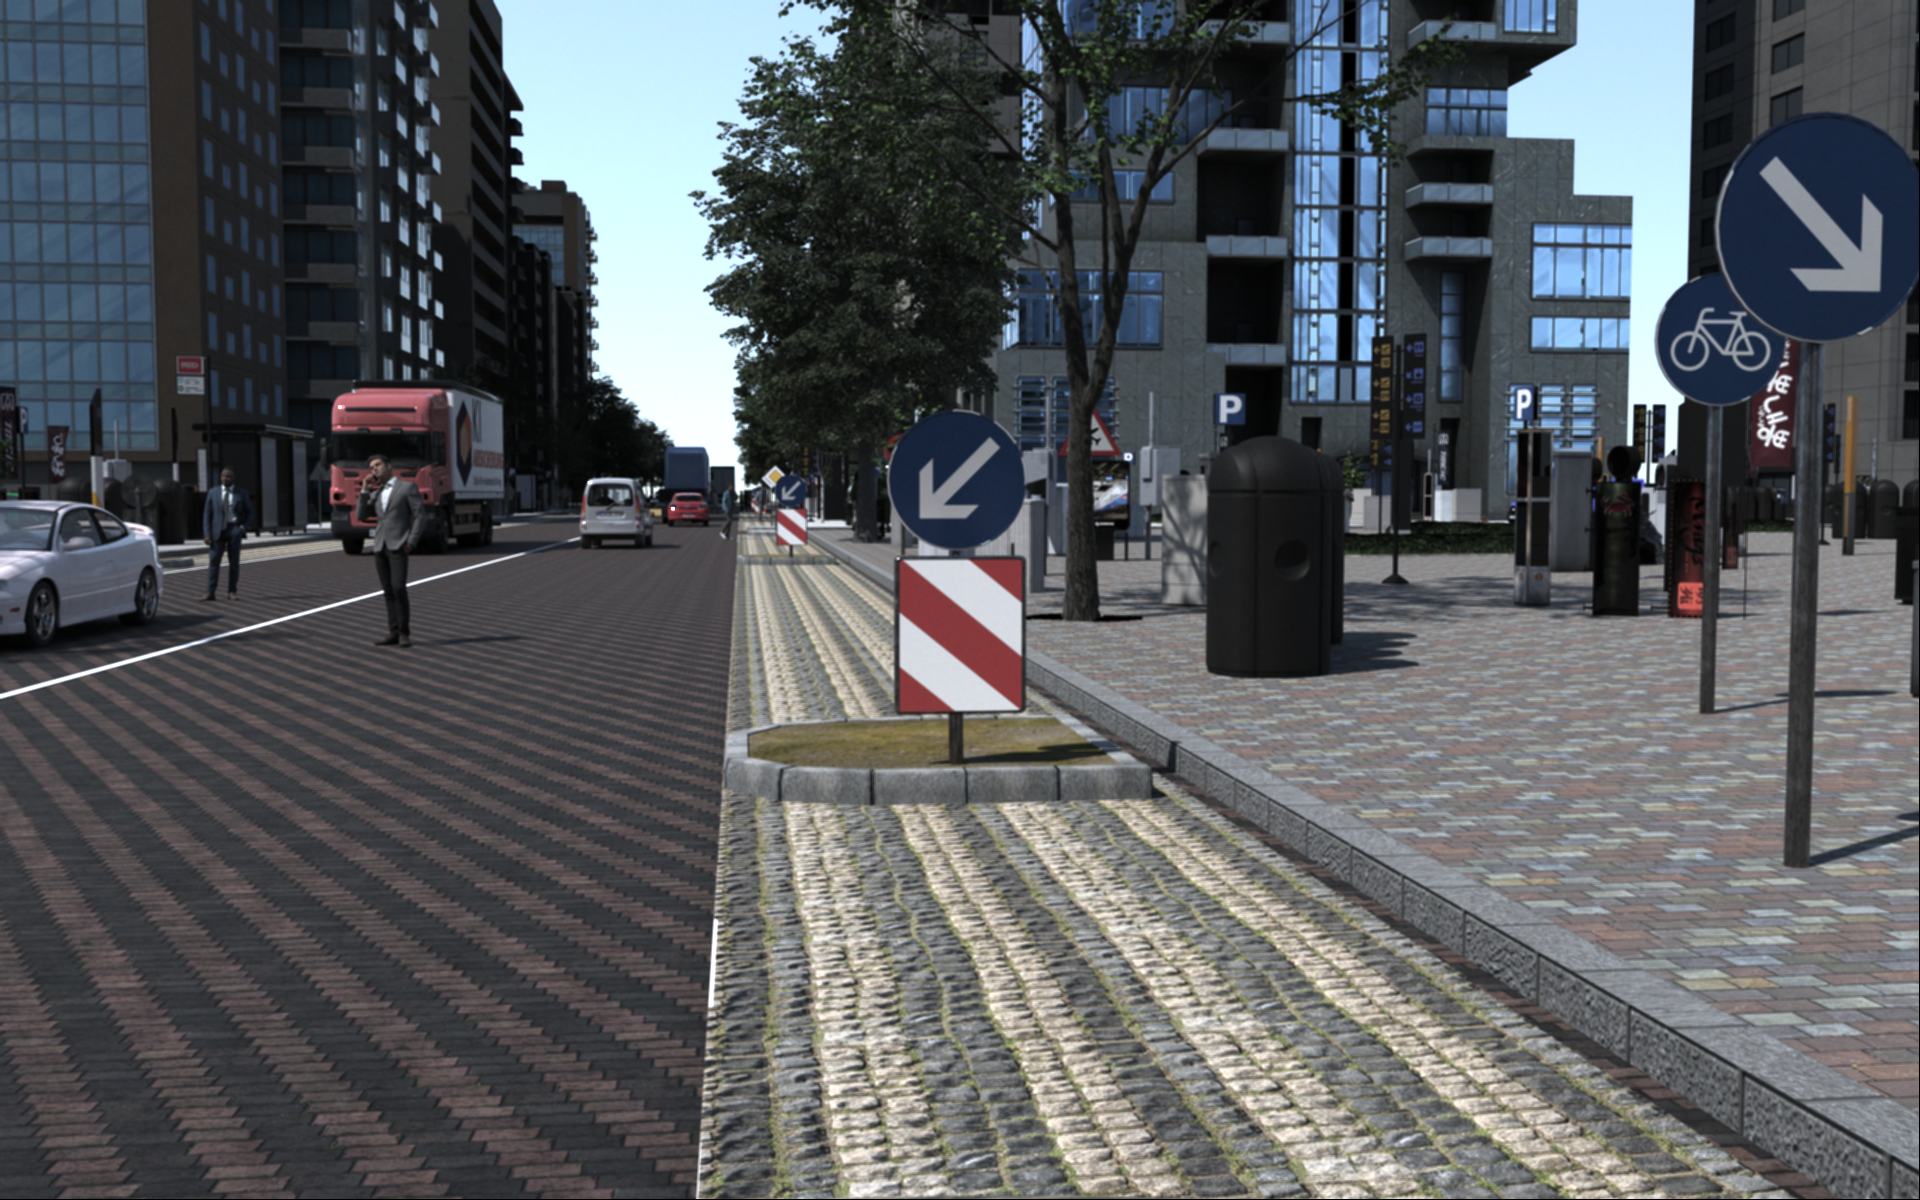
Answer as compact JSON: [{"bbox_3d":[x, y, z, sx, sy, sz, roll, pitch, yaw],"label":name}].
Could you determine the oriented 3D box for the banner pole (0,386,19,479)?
[{"bbox_3d":[-19.542,-2.776,35.409,0.401,3.779,0.863,1,4,11],"label":"banner pole"}]

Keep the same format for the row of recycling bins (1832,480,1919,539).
[{"bbox_3d":[26.908,-2.593,49.508,3.534,1.692,1.069,1,4,10],"label":"row of recycling bins"}]

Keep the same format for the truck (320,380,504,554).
[{"bbox_3d":[-13.909,-3.421,44.843,2.839,4.237,11.283,0,4,-6],"label":"truck"}]

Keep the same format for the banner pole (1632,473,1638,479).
[{"bbox_3d":[43.077,-7.381,110.692,0.401,3.779,0.863,-1,4,-10],"label":"banner pole"}]

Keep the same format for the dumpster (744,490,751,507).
[{"bbox_3d":[-21.702,-10.564,180.934,1.865,1.857,1.264,0,4,-6],"label":"dumpster"}]

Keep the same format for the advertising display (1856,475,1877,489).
[{"bbox_3d":[31.034,-3.328,59.626,0.123,1.923,0.974,-3,4,-36],"label":"advertising display"}]

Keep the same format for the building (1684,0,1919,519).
[{"bbox_3d":[53.240,-39.833,89.519,20.611,71.187,20.563,0,4,-7],"label":"building"}]

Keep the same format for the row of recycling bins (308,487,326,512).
[{"bbox_3d":[-38.035,-5.712,100.504,3.534,1.692,1.069,3,4,37],"label":"row of recycling bins"}]

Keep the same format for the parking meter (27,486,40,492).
[{"bbox_3d":[-30.797,-3.010,57.620,0.372,1.533,0.369,0,3,0],"label":"parking meter"}]

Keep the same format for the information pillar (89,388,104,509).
[{"bbox_3d":[-18.931,-2.854,38.015,0.183,3.616,0.504,0,4,-7],"label":"information pillar"}]

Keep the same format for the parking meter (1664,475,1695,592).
[{"bbox_3d":[9.446,-0.874,22.707,0.372,1.533,0.369,0,3,0],"label":"parking meter"}]

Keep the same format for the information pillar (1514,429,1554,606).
[{"bbox_3d":[6.578,-0.940,19.866,0.304,2.012,0.304,-1,4,-12],"label":"information pillar"}]

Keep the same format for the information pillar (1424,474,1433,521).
[{"bbox_3d":[17.226,-3.623,63.727,0.304,2.012,0.304,1,4,14],"label":"information pillar"}]

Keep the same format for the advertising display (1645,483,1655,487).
[{"bbox_3d":[41.885,-6.114,105.177,0.974,1.923,0.123,3,5,41],"label":"advertising display"}]

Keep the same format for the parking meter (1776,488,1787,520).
[{"bbox_3d":[36.025,-4.131,75.957,0.372,1.533,0.369,0,3,0],"label":"parking meter"}]

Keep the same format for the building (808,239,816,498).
[{"bbox_3d":[-18.636,-39.443,295.000,14.600,45.320,14.200,0,4,-7],"label":"building"}]

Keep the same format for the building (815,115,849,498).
[{"bbox_3d":[-12.416,-44.762,273.858,21.231,58.520,28.212,0,4,-7],"label":"building"}]

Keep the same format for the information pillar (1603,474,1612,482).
[{"bbox_3d":[23.832,-3.635,63.926,0.304,2.012,0.304,-3,5,-42],"label":"information pillar"}]

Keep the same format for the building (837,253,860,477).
[{"bbox_3d":[-7.641,-26.515,205.214,14.160,30.474,14.107,0,4,-7],"label":"building"}]

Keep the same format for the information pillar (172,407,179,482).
[{"bbox_3d":[-21.218,-3.396,46.873,0.183,3.616,0.504,-1,4,-18],"label":"information pillar"}]

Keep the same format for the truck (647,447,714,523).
[{"bbox_3d":[-14.985,-6.279,92.419,2.967,4.110,18.799,0,4,-5],"label":"truck"}]

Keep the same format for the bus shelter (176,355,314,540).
[{"bbox_3d":[-21.899,-4.605,52.917,2.179,5.291,8.768,0,4,-7],"label":"bus shelter"}]

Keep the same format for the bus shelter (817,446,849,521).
[{"bbox_3d":[-6.431,-5.772,85.653,1.731,3.624,6.357,0,4,-7],"label":"bus shelter"}]

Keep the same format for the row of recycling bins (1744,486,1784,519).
[{"bbox_3d":[39.750,-4.870,86.732,3.534,1.692,1.069,-1,4,-15],"label":"row of recycling bins"}]

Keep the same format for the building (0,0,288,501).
[{"bbox_3d":[-40.510,-26.298,80.082,14.600,45.320,14.200,0,4,-7],"label":"building"}]

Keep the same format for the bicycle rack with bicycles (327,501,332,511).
[{"bbox_3d":[-30.696,-4.515,87.209,2.852,0.926,2.925,-2,4,-24],"label":"bicycle rack with bicycles"}]

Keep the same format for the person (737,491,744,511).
[{"bbox_3d":[-18.861,-8.532,148.724,0.721,1.735,1.217,-2,4,-32],"label":"person"}]

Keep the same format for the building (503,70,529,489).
[{"bbox_3d":[-55.803,-31.767,174.018,22.147,44.769,28.867,0,4,-7],"label":"building"}]

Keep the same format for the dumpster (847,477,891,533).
[{"bbox_3d":[-2.998,-3.423,58.464,1.502,2.255,1.985,0,4,-7],"label":"dumpster"}]

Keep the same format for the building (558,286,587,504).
[{"bbox_3d":[-58.684,-28.429,236.507,14.160,30.474,14.107,0,4,-7],"label":"building"}]

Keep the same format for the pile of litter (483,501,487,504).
[{"bbox_3d":[-28.818,-5.579,105.183,1.719,0.858,1.176,2,4,26],"label":"pile of litter"}]

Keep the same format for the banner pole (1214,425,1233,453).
[{"bbox_3d":[9.449,-4.442,62.641,0.863,3.779,0.401,0,4,-4],"label":"banner pole"}]

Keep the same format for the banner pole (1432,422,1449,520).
[{"bbox_3d":[16.587,-4.277,59.942,0.401,3.779,0.863,-3,4,-36],"label":"banner pole"}]

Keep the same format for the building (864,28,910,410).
[{"bbox_3d":[-1.601,-31.407,163.621,14.600,45.320,14.200,0,4,-7],"label":"building"}]

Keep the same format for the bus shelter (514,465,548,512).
[{"bbox_3d":[-30.763,-7.937,123.698,2.014,3.302,5.546,0,4,-7],"label":"bus shelter"}]

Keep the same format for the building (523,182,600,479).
[{"bbox_3d":[-68.422,-39.883,271.692,23.786,49.044,30.456,0,4,-7],"label":"building"}]

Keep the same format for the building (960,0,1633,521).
[{"bbox_3d":[15.629,-47.431,88.163,31.000,86.520,22.319,0,4,-7],"label":"building"}]

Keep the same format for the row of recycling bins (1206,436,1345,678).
[{"bbox_3d":[2.500,-0.402,13.690,1.069,1.692,3.534,1,4,15],"label":"row of recycling bins"}]

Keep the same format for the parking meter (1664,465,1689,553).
[{"bbox_3d":[14.234,-1.752,34.364,0.399,1.863,0.255,0,4,-8],"label":"parking meter"}]

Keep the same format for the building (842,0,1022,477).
[{"bbox_3d":[2.481,-36.431,184.884,28.713,52.752,27.495,0,4,-7],"label":"building"}]

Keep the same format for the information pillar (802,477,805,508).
[{"bbox_3d":[-8.680,-6.403,96.044,0.183,3.616,0.504,0,4,-8],"label":"information pillar"}]

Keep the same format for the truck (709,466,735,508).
[{"bbox_3d":[-24.693,-11.670,179.713,2.839,4.237,11.283,-1,4,-8],"label":"truck"}]

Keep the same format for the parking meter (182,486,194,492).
[{"bbox_3d":[-24.757,-2.882,55.536,0.372,1.533,0.369,0,3,0],"label":"parking meter"}]

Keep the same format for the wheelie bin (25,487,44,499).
[{"bbox_3d":[-39.296,-3.999,73.296,0.980,1.594,0.693,-1,4,-20],"label":"wheelie bin"}]

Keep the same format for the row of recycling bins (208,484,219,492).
[{"bbox_3d":[-31.903,-3.978,72.160,3.534,1.692,1.069,1,4,22],"label":"row of recycling bins"}]

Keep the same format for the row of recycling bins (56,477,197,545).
[{"bbox_3d":[-20.778,-2.198,43.051,1.069,1.692,3.534,1,4,21],"label":"row of recycling bins"}]

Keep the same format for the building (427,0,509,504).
[{"bbox_3d":[-51.404,-32.130,149.030,21.300,48.544,21.600,0,4,-7],"label":"building"}]

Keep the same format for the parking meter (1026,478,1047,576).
[{"bbox_3d":[1.172,-1.149,27.202,0.372,1.533,0.369,0,3,0],"label":"parking meter"}]

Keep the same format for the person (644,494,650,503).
[{"bbox_3d":[-27.213,-8.473,150.226,0.799,1.438,0.628,1,4,15],"label":"person"}]

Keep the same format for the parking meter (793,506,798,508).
[{"bbox_3d":[-9.741,-5.877,101.805,0.255,1.863,0.399,2,4,35],"label":"parking meter"}]

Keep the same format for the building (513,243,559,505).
[{"bbox_3d":[-54.012,-25.995,196.720,14.160,30.474,14.107,0,4,-7],"label":"building"}]

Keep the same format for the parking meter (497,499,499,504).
[{"bbox_3d":[-29.017,-6.333,109.259,0.399,1.863,0.255,3,5,40],"label":"parking meter"}]

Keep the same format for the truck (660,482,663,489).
[{"bbox_3d":[-33.724,-12.840,205.852,3.469,3.379,9.791,0,4,-8],"label":"truck"}]

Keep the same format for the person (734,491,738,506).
[{"bbox_3d":[-26.649,-12.005,205.314,0.617,1.759,0.750,1,4,9],"label":"person"}]

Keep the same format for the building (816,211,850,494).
[{"bbox_3d":[-14.005,-34.820,252.908,14.154,41.232,14.086,0,4,-7],"label":"building"}]

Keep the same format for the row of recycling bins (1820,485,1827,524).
[{"bbox_3d":[37.956,-4.120,74.474,3.534,1.692,1.069,-3,4,-38],"label":"row of recycling bins"}]

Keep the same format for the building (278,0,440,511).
[{"bbox_3d":[-47.782,-30.393,116.541,23.786,49.044,30.456,0,4,-7],"label":"building"}]

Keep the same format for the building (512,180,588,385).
[{"bbox_3d":[-61.465,-36.704,250.220,14.600,45.320,14.200,0,4,-7],"label":"building"}]

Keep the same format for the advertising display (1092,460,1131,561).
[{"bbox_3d":[2.774,-1.712,33.197,0.974,1.923,0.123,1,4,12],"label":"advertising display"}]
